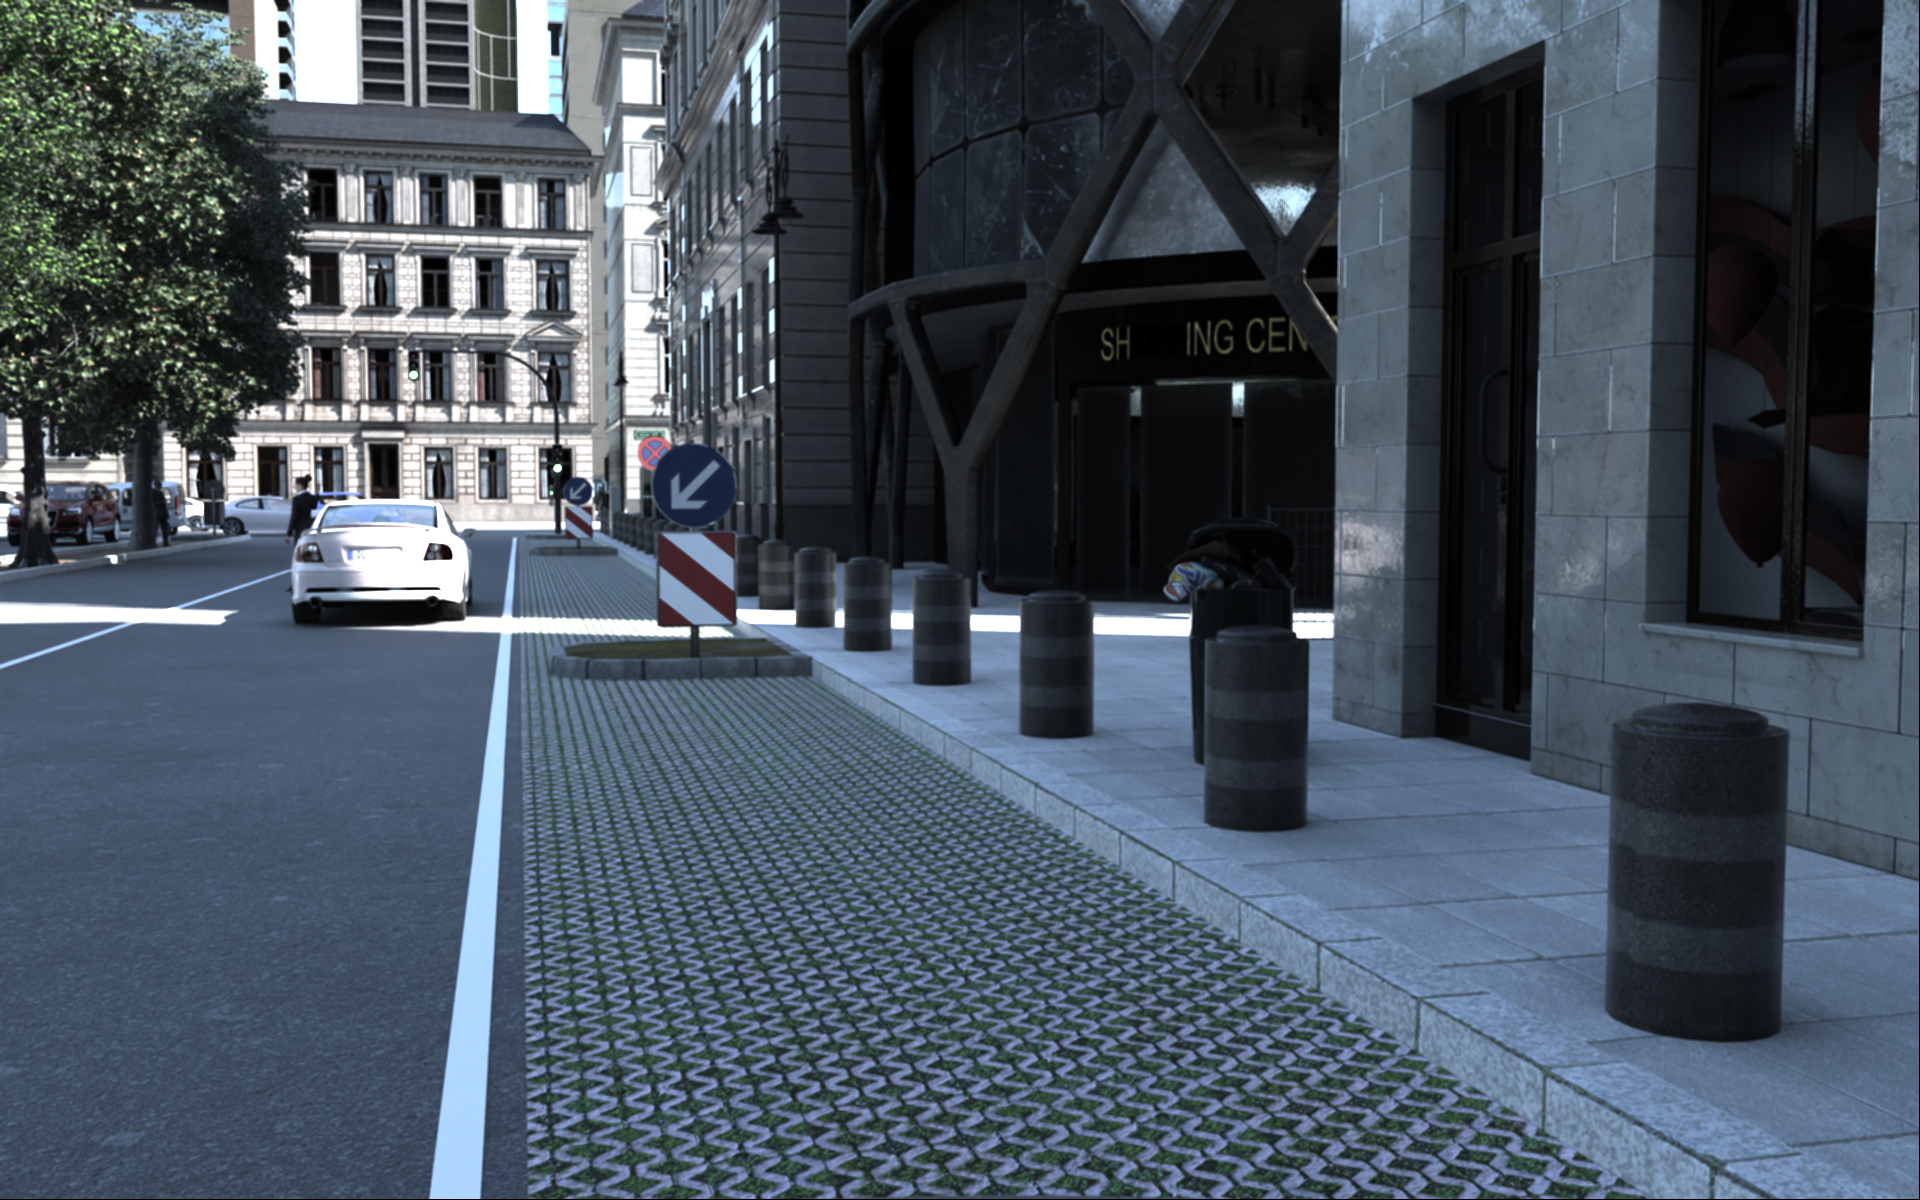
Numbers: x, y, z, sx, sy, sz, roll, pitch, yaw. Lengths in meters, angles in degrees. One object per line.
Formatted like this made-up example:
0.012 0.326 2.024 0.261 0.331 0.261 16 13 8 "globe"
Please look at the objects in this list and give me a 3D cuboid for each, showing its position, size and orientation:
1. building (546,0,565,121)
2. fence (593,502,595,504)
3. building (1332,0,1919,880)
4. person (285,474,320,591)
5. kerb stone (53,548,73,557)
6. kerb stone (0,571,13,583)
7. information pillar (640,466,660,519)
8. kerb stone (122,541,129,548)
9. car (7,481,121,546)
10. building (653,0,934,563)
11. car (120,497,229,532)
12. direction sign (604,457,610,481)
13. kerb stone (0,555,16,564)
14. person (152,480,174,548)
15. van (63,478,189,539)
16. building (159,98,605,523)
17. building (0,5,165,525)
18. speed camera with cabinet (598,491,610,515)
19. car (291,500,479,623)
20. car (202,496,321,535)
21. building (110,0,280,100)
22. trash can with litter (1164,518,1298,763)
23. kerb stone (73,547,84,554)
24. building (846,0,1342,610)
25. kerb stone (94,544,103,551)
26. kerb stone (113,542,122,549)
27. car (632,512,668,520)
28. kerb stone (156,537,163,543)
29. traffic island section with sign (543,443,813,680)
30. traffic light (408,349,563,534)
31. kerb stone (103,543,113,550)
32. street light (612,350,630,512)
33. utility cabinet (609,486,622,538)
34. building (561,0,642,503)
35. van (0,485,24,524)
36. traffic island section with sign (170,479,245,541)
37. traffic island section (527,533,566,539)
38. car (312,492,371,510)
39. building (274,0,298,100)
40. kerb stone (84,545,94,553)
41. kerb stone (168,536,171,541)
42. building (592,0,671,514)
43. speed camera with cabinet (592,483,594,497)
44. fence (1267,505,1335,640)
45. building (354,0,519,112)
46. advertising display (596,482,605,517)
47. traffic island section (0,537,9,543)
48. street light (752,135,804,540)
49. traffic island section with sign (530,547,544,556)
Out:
-45.975 -56.975 244.214 31.000 86.520 22.319 -1 4 -14 "building"
-28.177 -7.121 131.806 0.278 0.683 2.069 2 4 25 "fence"
9.223 -9.030 2.394 10.420 20.320 16.860 -1 4 -14 "building"
-9.766 -1.009 25.792 0.445 1.727 0.742 -1 4 -8 "person"
-20.828 -1.099 40.170 0.120 0.150 1.000 -1 4 -14 "kerb stone"
-15.738 -0.398 28.696 0.120 0.150 1.000 -1 4 -14 "kerb stone"
-7.131 -2.169 39.950 0.304 2.012 0.304 1 4 17 "information pillar"
-22.355 -1.462 46.156 0.120 0.150 1.000 -1 4 -14 "kerb stone"
-25.614 -2.505 49.631 2.281 1.827 5.304 -1 4 -13 "car"
-0.865 -15.114 44.384 12.463 27.353 25.104 -1 4 -14 "building"
-30.505 -3.296 66.247 4.827 1.381 2.083 -1 4 -16 "car"
-21.600 -7.054 107.336 0.876 3.537 0.379 -2 4 -34 "direction sign"
-19.810 -0.854 36.186 0.120 0.150 1.000 -1 4 -14 "kerb stone"
-21.217 -2.285 46.034 0.590 1.801 0.661 1 4 10 "person"
-27.085 -2.977 55.686 4.112 2.044 2.013 -1 4 -15 "van"
-26.411 -13.175 80.032 19.286 19.102 10.561 -1 4 -14 "building"
-51.283 -14.895 76.825 30.059 22.955 16.112 -1 4 -14 "building"
-19.470 -6.332 97.868 0.660 3.252 2.038 3 5 45 "speed camera with cabinet"
-6.837 -0.511 20.721 2.083 1.381 4.827 -1 4 -14 "car"
-23.579 -2.903 59.821 4.827 1.381 2.083 -1 4 -14 "car"
-64.101 -30.136 142.838 14.600 45.320 14.200 -1 4 -14 "building"
1.329 0.177 8.492 0.624 1.170 1.055 1 4 9 "trash can with litter"
-21.084 -1.160 41.168 0.120 0.150 1.000 -1 4 -14 "kerb stone"
6.581 -9.633 24.950 16.820 18.784 16.811 -1 4 -14 "building"
-21.593 -1.282 43.159 0.120 0.150 1.000 -1 4 -14 "kerb stone"
-22.097 -1.405 45.163 0.120 0.150 1.000 -1 4 -14 "kerb stone"
-9.573 -2.925 60.397 3.894 1.354 1.945 -1 4 -15 "car"
-23.619 -1.768 51.133 0.120 0.150 1.000 -1 4 -14 "kerb stone"
-2.354 -0.342 14.216 1.989 1.847 2.006 -1 4 -14 "traffic island section with sign"
-14.977 -4.915 55.030 4.771 5.953 1.251 -1 4 -14 "traffic light"
-21.841 -1.343 44.153 0.120 0.150 1.000 -1 4 -14 "kerb stone"
-10.897 -5.077 55.793 0.468 5.910 1.993 -1 4 -14 "street light"
-9.993 -2.547 50.323 0.318 1.500 1.173 -1 4 -14 "utility cabinet"
-25.257 -32.769 159.470 21.300 48.544 21.600 -1 4 -14 "building"
-37.773 -3.763 68.543 4.112 2.044 2.013 -1 4 -14 "van"
-23.139 -2.772 53.466 2.006 1.907 1.989 -1 4 -14 "traffic island section with sign"
-12.930 -2.051 55.807 2.009 0.180 2.903 -1 4 -14 "traffic island section"
-22.894 -3.406 65.282 3.694 1.707 1.945 -1 4 -14 "car"
-73.594 -51.998 162.845 22.319 86.520 31.000 -1 4 -14 "building"
-21.335 -1.219 42.167 0.120 0.150 1.000 -1 4 -14 "kerb stone"
-23.876 -1.828 52.134 0.120 0.150 1.000 -1 4 -14 "kerb stone"
3.604 -19.255 91.239 44.131 29.872 17.030 -1 4 -14 "building"
-30.282 -8.812 138.415 2.038 3.252 0.660 -3 5 -42 "speed camera with cabinet"
3.564 -0.196 14.410 2.264 1.192 0.480 -1 4 -10 "fence"
-70.594 -48.841 236.800 20.611 71.187 20.563 -1 4 -14 "building"
-19.815 -5.520 95.464 0.123 1.923 0.974 -2 4 -32 "advertising display"
-29.205 -1.798 51.684 2.009 0.180 2.903 -1 4 -14 "traffic island section"
-2.393 -3.058 22.781 0.468 5.910 1.993 -1 4 -14 "street light"
-9.136 -1.971 40.855 1.989 1.847 2.006 -1 4 -14 "traffic island section with sign"
